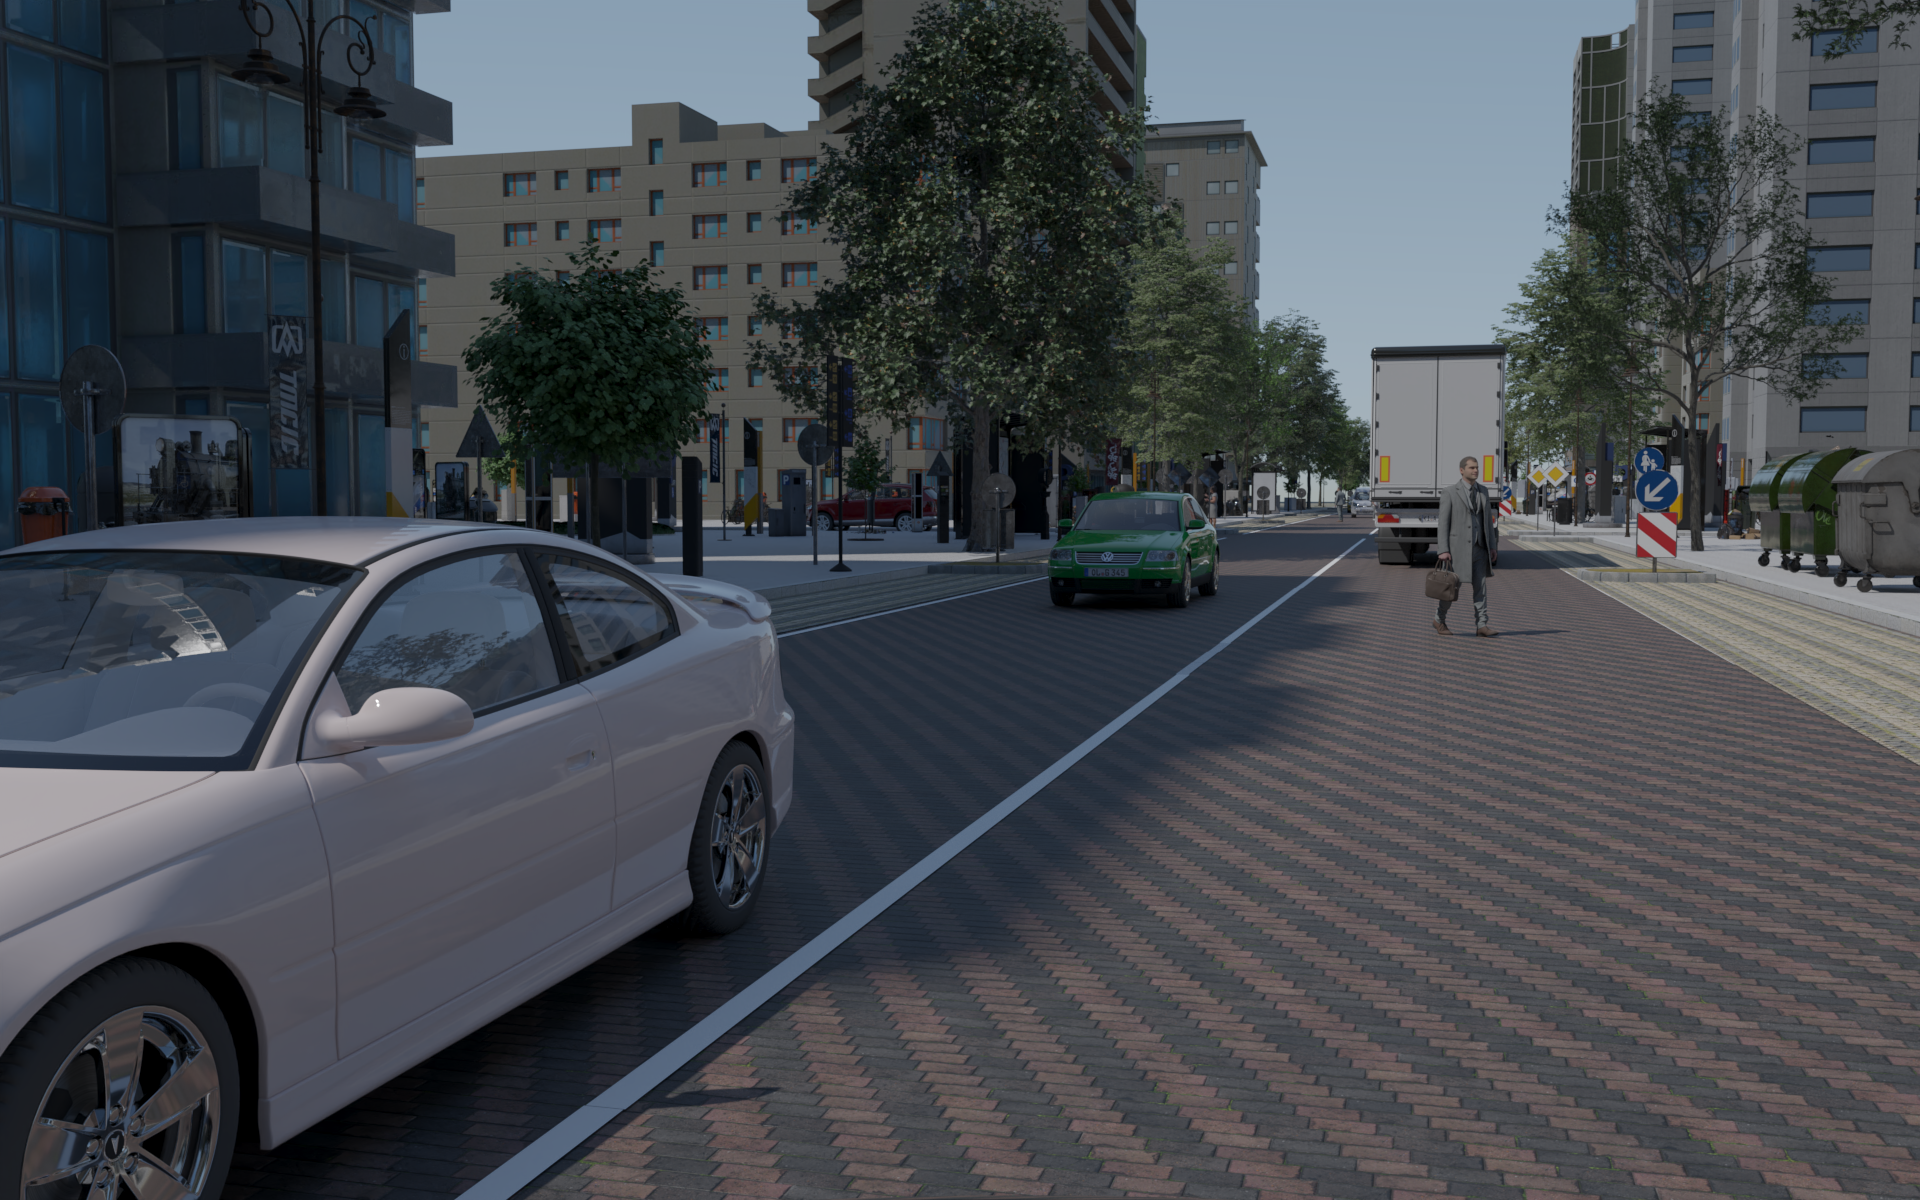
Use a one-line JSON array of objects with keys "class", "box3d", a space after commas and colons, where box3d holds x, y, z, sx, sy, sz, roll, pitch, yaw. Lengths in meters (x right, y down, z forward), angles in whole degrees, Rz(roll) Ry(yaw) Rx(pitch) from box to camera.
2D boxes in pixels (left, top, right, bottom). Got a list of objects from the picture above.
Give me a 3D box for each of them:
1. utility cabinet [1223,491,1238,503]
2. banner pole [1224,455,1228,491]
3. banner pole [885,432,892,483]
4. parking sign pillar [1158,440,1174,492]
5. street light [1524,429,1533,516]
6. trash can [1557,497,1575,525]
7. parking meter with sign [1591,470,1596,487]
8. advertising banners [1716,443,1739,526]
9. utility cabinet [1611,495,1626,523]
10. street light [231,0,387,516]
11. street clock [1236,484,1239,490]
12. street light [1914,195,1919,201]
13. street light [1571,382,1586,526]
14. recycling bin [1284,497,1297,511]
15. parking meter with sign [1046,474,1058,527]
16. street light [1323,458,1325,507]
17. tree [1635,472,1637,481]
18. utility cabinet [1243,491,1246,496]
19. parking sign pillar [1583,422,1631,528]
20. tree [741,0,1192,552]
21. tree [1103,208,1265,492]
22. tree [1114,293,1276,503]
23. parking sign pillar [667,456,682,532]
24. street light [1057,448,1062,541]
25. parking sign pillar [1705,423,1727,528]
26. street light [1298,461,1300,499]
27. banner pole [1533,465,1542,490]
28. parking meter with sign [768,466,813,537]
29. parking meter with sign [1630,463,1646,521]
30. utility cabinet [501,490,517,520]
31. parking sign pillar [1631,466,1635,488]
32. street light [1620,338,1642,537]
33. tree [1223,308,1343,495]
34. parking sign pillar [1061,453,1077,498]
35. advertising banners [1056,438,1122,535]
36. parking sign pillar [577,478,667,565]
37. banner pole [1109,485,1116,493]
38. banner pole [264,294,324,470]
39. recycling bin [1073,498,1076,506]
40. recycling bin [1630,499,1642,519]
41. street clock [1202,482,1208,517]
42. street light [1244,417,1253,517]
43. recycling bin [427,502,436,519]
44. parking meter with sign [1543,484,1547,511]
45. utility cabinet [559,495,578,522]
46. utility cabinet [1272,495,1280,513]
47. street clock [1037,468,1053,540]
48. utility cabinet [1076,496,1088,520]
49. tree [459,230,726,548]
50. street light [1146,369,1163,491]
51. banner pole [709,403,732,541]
[{"class": "utility cabinet", "box3d": [17.230, -6.242, 110.734, 1.173, 1.500, 0.318, 2, 4, 24]}, {"class": "banner pole", "box3d": [17.114, -7.443, 111.715, 0.401, 3.779, 0.863, 3, 4, 37]}, {"class": "banner pole", "box3d": [-2.799, -4.791, 68.351, 0.401, 3.779, 0.863, 1, 4, 19]}, {"class": "parking sign pillar", "box3d": [10.411, -6.045, 87.309, 1.447, 3.967, 1.447, 2, 4, 25]}, {"class": "street light", "box3d": [32.940, -7.807, 100.430, 0.468, 5.910, 1.993, 1, 4, 15]}, {"class": "trash can", "box3d": [25.194, -3.699, 72.125, 0.748, 1.137, 0.748, 0, 3, 0]}, {"class": "parking meter with sign", "box3d": [45.476, -7.836, 124.374, 0.543, 3.016, 1.738, 3, 4, 36]}, {"class": "advertising banners", "box3d": [26.282, -3.863, 59.344, 0.090, 3.025, 2.074, 0, 4, 4]}, {"class": "utility cabinet", "box3d": [29.063, -4.000, 76.557, 1.020, 1.237, 0.306, -3, 5, -42]}, {"class": "street light", "box3d": [-5.743, -2.611, 15.479, 0.468, 5.910, 1.993, 1, 4, 15]}, {"class": "street clock", "box3d": [20.662, -7.566, 128.273, 0.358, 2.002, 0.471, 3, 5, 44]}, {"class": "street light", "box3d": [11.441, -2.890, 20.047, 0.468, 5.910, 1.993, 1, 4, 15]}, {"class": "street light", "box3d": [24.396, -5.850, 68.433, 0.468, 5.910, 1.993, 1, 4, 15]}, {"class": "recycling bin", "box3d": [25.782, -7.501, 135.195, 0.722, 1.027, 0.722, 3, 5, 43]}, {"class": "parking meter with sign", "box3d": [3.461, -4.313, 66.771, 1.738, 3.016, 0.543, 1, 4, 12]}, {"class": "street light", "box3d": [35.894, -12.112, 170.813, 0.468, 5.910, 1.993, 1, 4, 15]}, {"class": "tree", "box3d": [49.509, -8.156, 127.957, 1.663, 3.219, 1.824, 0, 3, 0]}, {"class": "utility cabinet", "box3d": [18.917, -6.618, 116.880, 1.173, 1.500, 0.318, -2, 4, -34]}, {"class": "parking sign pillar", "box3d": [24.453, -4.728, 65.776, 1.447, 3.967, 1.447, 1, 4, 12]}, {"class": "tree", "box3d": [0.446, -7.420, 38.325, 9.611, 12.733, 9.660, 0, 3, 0]}, {"class": "tree", "box3d": [8.290, -9.268, 69.654, 7.486, 12.596, 7.792, 0, 3, 0]}, {"class": "tree", "box3d": [10.654, -8.854, 79.173, 8.767, 10.594, 7.601, 2, 4, 27]}, {"class": "parking sign pillar", "box3d": [-9.958, -4.302, 58.812, 1.447, 3.967, 1.447, 0, 4, 1]}, {"class": "street light", "box3d": [2.701, -4.527, 46.809, 0.468, 5.910, 1.993, 1, 4, 15]}, {"class": "parking sign pillar", "box3d": [28.955, -4.766, 66.404, 1.447, 3.967, 1.447, 0, 4, 8]}, {"class": "street light", "box3d": [27.062, -10.113, 138.136, 0.468, 5.910, 1.993, 1, 4, 15]}, {"class": "banner pole", "box3d": [43.041, -8.497, 128.944, 0.863, 3.779, 0.401, 3, 5, 42]}, {"class": "parking meter with sign", "box3d": [-5.062, -3.443, 52.547, 0.543, 3.016, 1.738, 3, 5, 41]}, {"class": "parking meter with sign", "box3d": [33.273, -5.335, 83.489, 1.738, 3.016, 0.543, 1, 4, 19]}, {"class": "utility cabinet", "box3d": [-21.915, -4.616, 84.149, 0.318, 1.500, 1.173, 1, 4, 8]}, {"class": "parking sign pillar", "box3d": [44.201, -7.753, 115.241, 1.447, 3.967, 1.447, -3, 5, -44]}, {"class": "street light", "box3d": [19.870, -4.807, 51.380, 0.468, 5.910, 1.993, 1, 4, 15]}, {"class": "tree", "box3d": [21.776, -13.073, 120.403, 9.857, 13.997, 8.962, 0, 3, 0]}, {"class": "parking sign pillar", "box3d": [7.026, -7.638, 113.358, 1.447, 3.967, 1.447, 3, 5, 41]}, {"class": "advertising banners", "box3d": [4.034, -3.549, 54.207, 2.074, 3.025, 0.090, 0, 4, 3]}, {"class": "parking sign pillar", "box3d": [-6.348, -2.650, 31.807, 1.447, 3.967, 1.447, 0, 4, 5]}, {"class": "banner pole", "box3d": [10.698, -8.050, 121.640, 0.863, 3.779, 0.401, 1, 4, 17]}, {"class": "banner pole", "box3d": [-8.161, -1.926, 21.511, 0.863, 3.779, 0.401, -3, 5, -40]}, {"class": "recycling bin", "box3d": [7.101, -6.034, 111.209, 0.722, 1.027, 0.722, 0, 4, -1]}, {"class": "recycling bin", "box3d": [34.499, -4.629, 88.241, 0.722, 1.027, 0.722, 0, 4, 5]}, {"class": "street clock", "box3d": [11.919, -4.870, 84.190, 0.358, 2.002, 0.471, 0, 4, 8]}, {"class": "street light", "box3d": [15.949, -7.544, 96.131, 0.468, 5.910, 1.993, 1, 4, 15]}, {"class": "recycling bin", "box3d": [-16.529, -2.596, 55.001, 0.722, 1.027, 0.722, -2, 4, -33]}, {"class": "parking meter with sign", "box3d": [44.302, -8.289, 131.790, 1.738, 3.016, 0.543, 2, 4, 25]}, {"class": "utility cabinet", "box3d": [-17.478, -4.061, 77.553, 1.020, 1.237, 0.306, 3, 4, 36]}, {"class": "utility cabinet", "box3d": [20.894, -6.406, 115.896, 1.020, 1.237, 0.306, -1, 4, -11]}, {"class": "street clock", "box3d": [2.400, -2.704, 48.775, 0.358, 2.002, 0.471, 3, 4, 36]}, {"class": "utility cabinet", "box3d": [3.705, -2.550, 52.852, 0.306, 1.237, 1.020, 1, 4, 8]}, {"class": "tree", "box3d": [-4.599, -2.331, 21.818, 4.285, 4.588, 4.351, 0, 3, 0]}, {"class": "street light", "box3d": [7.177, -5.571, 63.876, 0.468, 5.910, 1.993, 1, 4, 15]}, {"class": "banner pole", "box3d": [-6.604, -3.510, 47.413, 0.401, 3.779, 0.863, 2, 4, 30]}]
